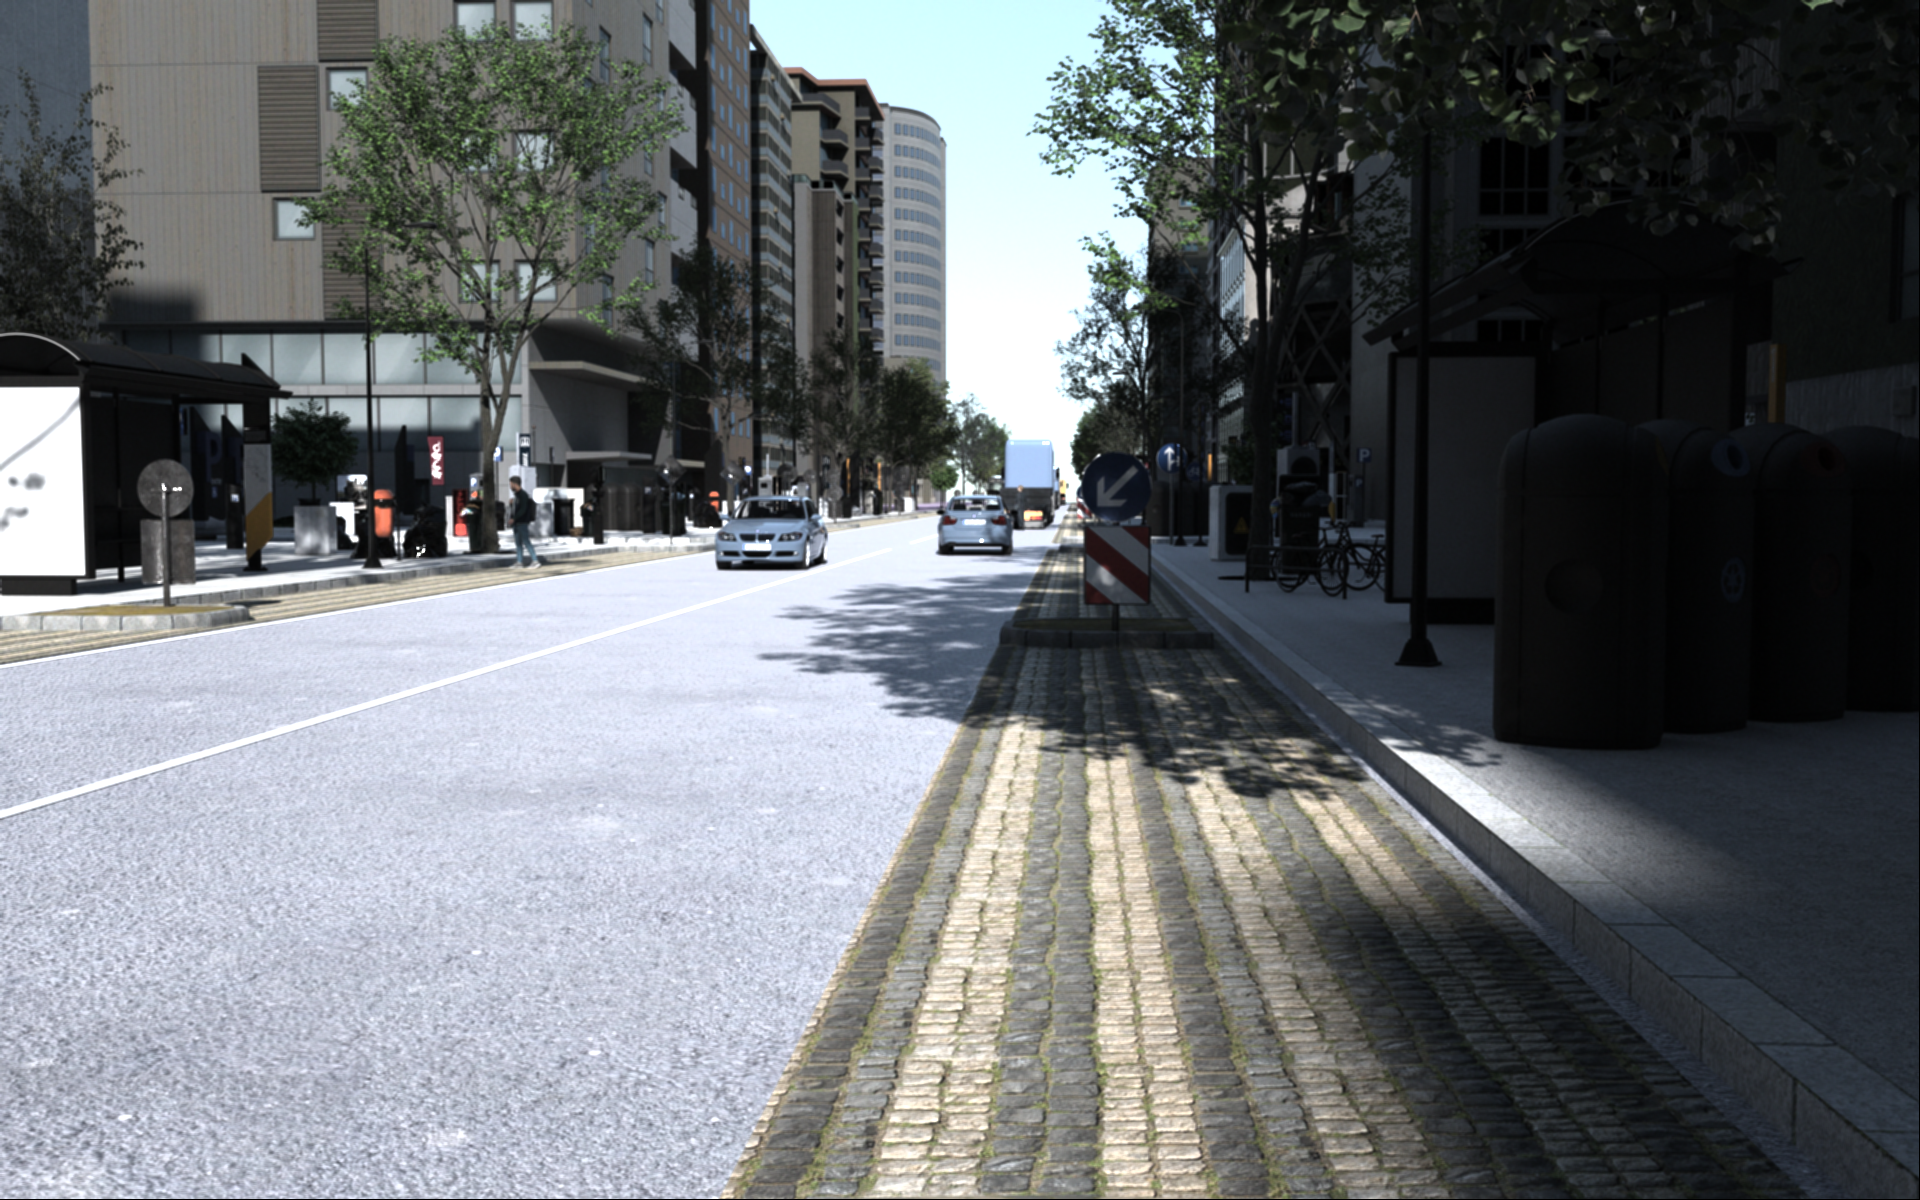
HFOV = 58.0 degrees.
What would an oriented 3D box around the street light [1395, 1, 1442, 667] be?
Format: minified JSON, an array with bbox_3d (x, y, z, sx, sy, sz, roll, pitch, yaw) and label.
[{"bbox_3d":[2.903,-2.467,12.876,1.470,5.913,1.316,0,4,4],"label":"street light"}]

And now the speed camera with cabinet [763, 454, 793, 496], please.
[{"bbox_3d":[-8.932,-5.546,85.019,0.660,3.252,2.038,-3,4,-36],"label":"speed camera with cabinet"}]

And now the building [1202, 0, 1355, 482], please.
[{"bbox_3d":[31.768,-43.912,156.213,20.563,71.187,20.611,0,4,4],"label":"building"}]

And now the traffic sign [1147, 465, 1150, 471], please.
[{"bbox_3d":[8.537,-4.777,78.113,0.884,2.594,0.081,1,4,11],"label":"traffic sign"}]

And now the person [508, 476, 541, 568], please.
[{"bbox_3d":[-8.477,-1.503,33.414,0.721,1.781,0.623,-3,5,-40],"label":"person"}]

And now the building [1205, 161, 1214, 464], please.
[{"bbox_3d":[38.544,-29.851,179.943,32.217,40.220,23.993,0,4,4],"label":"building"}]

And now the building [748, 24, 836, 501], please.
[{"bbox_3d":[-26.698,-27.405,139.960,32.217,40.220,23.993,0,4,4],"label":"building"}]

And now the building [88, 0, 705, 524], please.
[{"bbox_3d":[-28.655,-30.363,85.670,28.713,52.752,27.495,0,4,4],"label":"building"}]

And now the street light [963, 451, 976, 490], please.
[{"bbox_3d":[0.863,-13.185,188.115,1.470,5.913,1.316,0,4,4],"label":"street light"}]

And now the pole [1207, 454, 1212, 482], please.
[{"bbox_3d":[12.759,-5.797,88.619,0.158,3.312,0.155,0,3,0],"label":"pole"}]

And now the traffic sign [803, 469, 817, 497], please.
[{"bbox_3d":[-7.624,-5.398,88.366,0.768,2.556,0.104,0,4,6],"label":"traffic sign"}]

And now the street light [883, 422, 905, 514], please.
[{"bbox_3d":[-4.259,-8.513,111.728,1.470,5.913,1.316,0,4,4],"label":"street light"}]

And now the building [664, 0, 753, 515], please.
[{"bbox_3d":[-21.947,-28.391,114.308,14.600,45.320,14.200,0,4,4],"label":"building"}]

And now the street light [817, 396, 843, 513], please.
[{"bbox_3d":[-6.216,-6.698,82.055,1.470,5.913,1.316,0,4,4],"label":"street light"}]

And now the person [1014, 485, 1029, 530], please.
[{"bbox_3d":[2.450,-3.631,68.291,0.534,1.772,0.576,2,4,30],"label":"person"}]

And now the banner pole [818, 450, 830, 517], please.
[{"bbox_3d":[-7.973,-6.782,100.906,0.863,3.779,0.401,0,4,3],"label":"banner pole"}]

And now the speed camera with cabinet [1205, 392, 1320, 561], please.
[{"bbox_3d":[5.862,-2.385,33.333,2.038,3.252,0.660,-1,4,-12],"label":"speed camera with cabinet"}]

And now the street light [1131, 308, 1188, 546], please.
[{"bbox_3d":[4.916,-4.293,42.728,1.470,5.913,1.316,0,4,4],"label":"street light"}]

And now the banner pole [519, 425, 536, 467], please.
[{"bbox_3d":[-15.743,-4.482,63.294,0.863,3.779,0.401,1,4,21],"label":"banner pole"}]

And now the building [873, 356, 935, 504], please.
[{"bbox_3d":[-18.285,-23.807,234.280,27.650,21.520,28.899,0,4,4],"label":"building"}]

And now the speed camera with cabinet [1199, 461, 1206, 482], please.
[{"bbox_3d":[15.517,-6.781,105.209,2.038,3.252,0.660,0,4,-8],"label":"speed camera with cabinet"}]

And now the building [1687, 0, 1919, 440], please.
[{"bbox_3d":[19.097,-15.579,26.423,14.160,30.474,14.107,0,4,4],"label":"building"}]

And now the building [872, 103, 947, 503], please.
[{"bbox_3d":[-13.531,-44.000,261.400,21.231,58.520,28.212,0,4,4],"label":"building"}]

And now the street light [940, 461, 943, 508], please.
[{"bbox_3d":[-1.154,-11.348,158.087,1.470,5.913,1.316,0,4,4],"label":"street light"}]

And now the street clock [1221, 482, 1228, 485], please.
[{"bbox_3d":[15.595,-5.972,102.216,0.358,2.002,0.471,-3,5,-40],"label":"street clock"}]

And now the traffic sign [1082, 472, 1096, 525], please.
[{"bbox_3d":[3.989,-2.899,51.044,0.795,2.450,0.064,0,4,4],"label":"traffic sign"}]

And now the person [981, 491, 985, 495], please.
[{"bbox_3d":[2.659,-11.097,190.392,0.568,1.767,0.683,2,4,31],"label":"person"}]

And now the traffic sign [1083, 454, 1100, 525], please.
[{"bbox_3d":[3.457,-2.412,43.076,0.795,2.450,0.064,0,4,4],"label":"traffic sign"}]

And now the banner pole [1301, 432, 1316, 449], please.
[{"bbox_3d":[13.886,-4.866,69.583,0.863,3.779,0.401,1,4,16],"label":"banner pole"}]

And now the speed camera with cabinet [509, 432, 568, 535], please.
[{"bbox_3d":[-13.501,-3.738,55.454,2.038,3.252,0.660,2,4,31],"label":"speed camera with cabinet"}]

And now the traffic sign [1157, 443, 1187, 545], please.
[{"bbox_3d":[5.330,-2.659,43.583,0.768,2.556,0.104,1,4,9],"label":"traffic sign"}]

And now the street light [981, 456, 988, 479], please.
[{"bbox_3d":[2.401,-14.587,211.043,1.470,5.913,1.316,0,4,4],"label":"street light"}]

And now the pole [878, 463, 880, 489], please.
[{"bbox_3d":[-5.215,-7.222,111.917,0.158,3.312,0.155,0,3,0],"label":"pole"}]

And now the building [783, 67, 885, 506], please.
[{"bbox_3d":[-19.641,-32.178,180.741,22.147,44.769,28.867,0,4,4],"label":"building"}]

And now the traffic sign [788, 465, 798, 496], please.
[{"bbox_3d":[-7.456,-4.622,75.678,0.768,2.556,0.104,1,4,13],"label":"traffic sign"}]

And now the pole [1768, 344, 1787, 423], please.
[{"bbox_3d":[11.134,-1.824,23.661,0.158,3.312,0.155,0,3,0],"label":"pole"}]

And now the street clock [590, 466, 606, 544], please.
[{"bbox_3d":[-9.220,-2.421,44.151,0.358,2.002,0.471,1,4,15],"label":"street clock"}]

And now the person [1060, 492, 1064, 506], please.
[{"bbox_3d":[11.974,-12.062,206.240,0.721,1.766,1.217,3,5,39],"label":"person"}]

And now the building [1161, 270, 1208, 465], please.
[{"bbox_3d":[33.356,-27.861,227.232,14.160,30.474,14.107,0,4,4],"label":"building"}]

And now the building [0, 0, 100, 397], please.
[{"bbox_3d":[-28.369,-12.995,30.491,19.932,24.808,12.078,0,4,4],"label":"building"}]

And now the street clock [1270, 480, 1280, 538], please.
[{"bbox_3d":[9.387,-2.839,50.991,0.471,2.002,0.358,2,4,27],"label":"street clock"}]

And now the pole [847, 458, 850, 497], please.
[{"bbox_3d":[-6.353,-6.401,98.503,0.158,3.312,0.155,0,3,0],"label":"pole"}]

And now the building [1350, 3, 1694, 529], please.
[{"bbox_3d":[27.622,-16.524,63.674,24.014,27.812,14.314,0,4,4],"label":"building"}]

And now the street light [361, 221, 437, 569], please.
[{"bbox_3d":[-9.603,-3.496,29.693,1.470,5.913,1.316,0,4,4],"label":"street light"}]

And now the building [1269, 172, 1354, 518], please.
[{"bbox_3d":[25.885,-14.093,97.875,16.820,18.784,16.811,0,4,4],"label":"building"}]

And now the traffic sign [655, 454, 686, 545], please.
[{"bbox_3d":[-7.312,-2.457,43.813,0.795,2.450,0.064,0,4,4],"label":"traffic sign"}]

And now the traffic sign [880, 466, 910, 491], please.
[{"bbox_3d":[-4.765,-8.087,126.102,2.265,3.308,0.079,1,4,9],"label":"traffic sign"}]

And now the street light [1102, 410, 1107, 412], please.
[{"bbox_3d":[8.472,-7.543,95.872,1.470,5.913,1.316,0,4,4],"label":"street light"}]

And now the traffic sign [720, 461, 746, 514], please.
[{"bbox_3d":[-6.780,-2.944,51.780,0.795,2.450,0.064,0,4,4],"label":"traffic sign"}]

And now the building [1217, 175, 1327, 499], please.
[{"bbox_3d":[22.803,-16.328,116.117,9.793,20.994,18.267,0,4,4],"label":"building"}]

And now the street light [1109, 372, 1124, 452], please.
[{"bbox_3d":[6.457,-5.709,65.888,1.470,5.913,1.316,0,4,4],"label":"street light"}]

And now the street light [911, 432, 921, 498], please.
[{"bbox_3d":[-3.082,-9.533,128.412,1.470,5.913,1.316,0,4,4],"label":"street light"}]

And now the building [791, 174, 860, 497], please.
[{"bbox_3d":[-17.064,-23.698,159.164,14.160,30.474,14.107,0,4,4],"label":"building"}]

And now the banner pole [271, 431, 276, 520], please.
[{"bbox_3d":[-27.530,-4.833,69.029,0.401,3.779,0.863,2,4,27],"label":"banner pole"}]

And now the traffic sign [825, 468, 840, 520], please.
[{"bbox_3d":[-6.292,-5.228,85.583,0.768,2.556,0.104,0,4,8],"label":"traffic sign"}]

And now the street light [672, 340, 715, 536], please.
[{"bbox_3d":[-8.092,-4.883,52.376,1.470,5.913,1.316,0,4,4],"label":"street light"}]

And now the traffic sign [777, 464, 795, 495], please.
[{"bbox_3d":[-7.288,-4.425,72.451,0.768,2.556,0.104,1,4,9],"label":"traffic sign"}]

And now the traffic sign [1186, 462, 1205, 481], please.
[{"bbox_3d":[9.341,-4.197,68.732,0.768,2.556,0.104,1,4,13],"label":"traffic sign"}]
